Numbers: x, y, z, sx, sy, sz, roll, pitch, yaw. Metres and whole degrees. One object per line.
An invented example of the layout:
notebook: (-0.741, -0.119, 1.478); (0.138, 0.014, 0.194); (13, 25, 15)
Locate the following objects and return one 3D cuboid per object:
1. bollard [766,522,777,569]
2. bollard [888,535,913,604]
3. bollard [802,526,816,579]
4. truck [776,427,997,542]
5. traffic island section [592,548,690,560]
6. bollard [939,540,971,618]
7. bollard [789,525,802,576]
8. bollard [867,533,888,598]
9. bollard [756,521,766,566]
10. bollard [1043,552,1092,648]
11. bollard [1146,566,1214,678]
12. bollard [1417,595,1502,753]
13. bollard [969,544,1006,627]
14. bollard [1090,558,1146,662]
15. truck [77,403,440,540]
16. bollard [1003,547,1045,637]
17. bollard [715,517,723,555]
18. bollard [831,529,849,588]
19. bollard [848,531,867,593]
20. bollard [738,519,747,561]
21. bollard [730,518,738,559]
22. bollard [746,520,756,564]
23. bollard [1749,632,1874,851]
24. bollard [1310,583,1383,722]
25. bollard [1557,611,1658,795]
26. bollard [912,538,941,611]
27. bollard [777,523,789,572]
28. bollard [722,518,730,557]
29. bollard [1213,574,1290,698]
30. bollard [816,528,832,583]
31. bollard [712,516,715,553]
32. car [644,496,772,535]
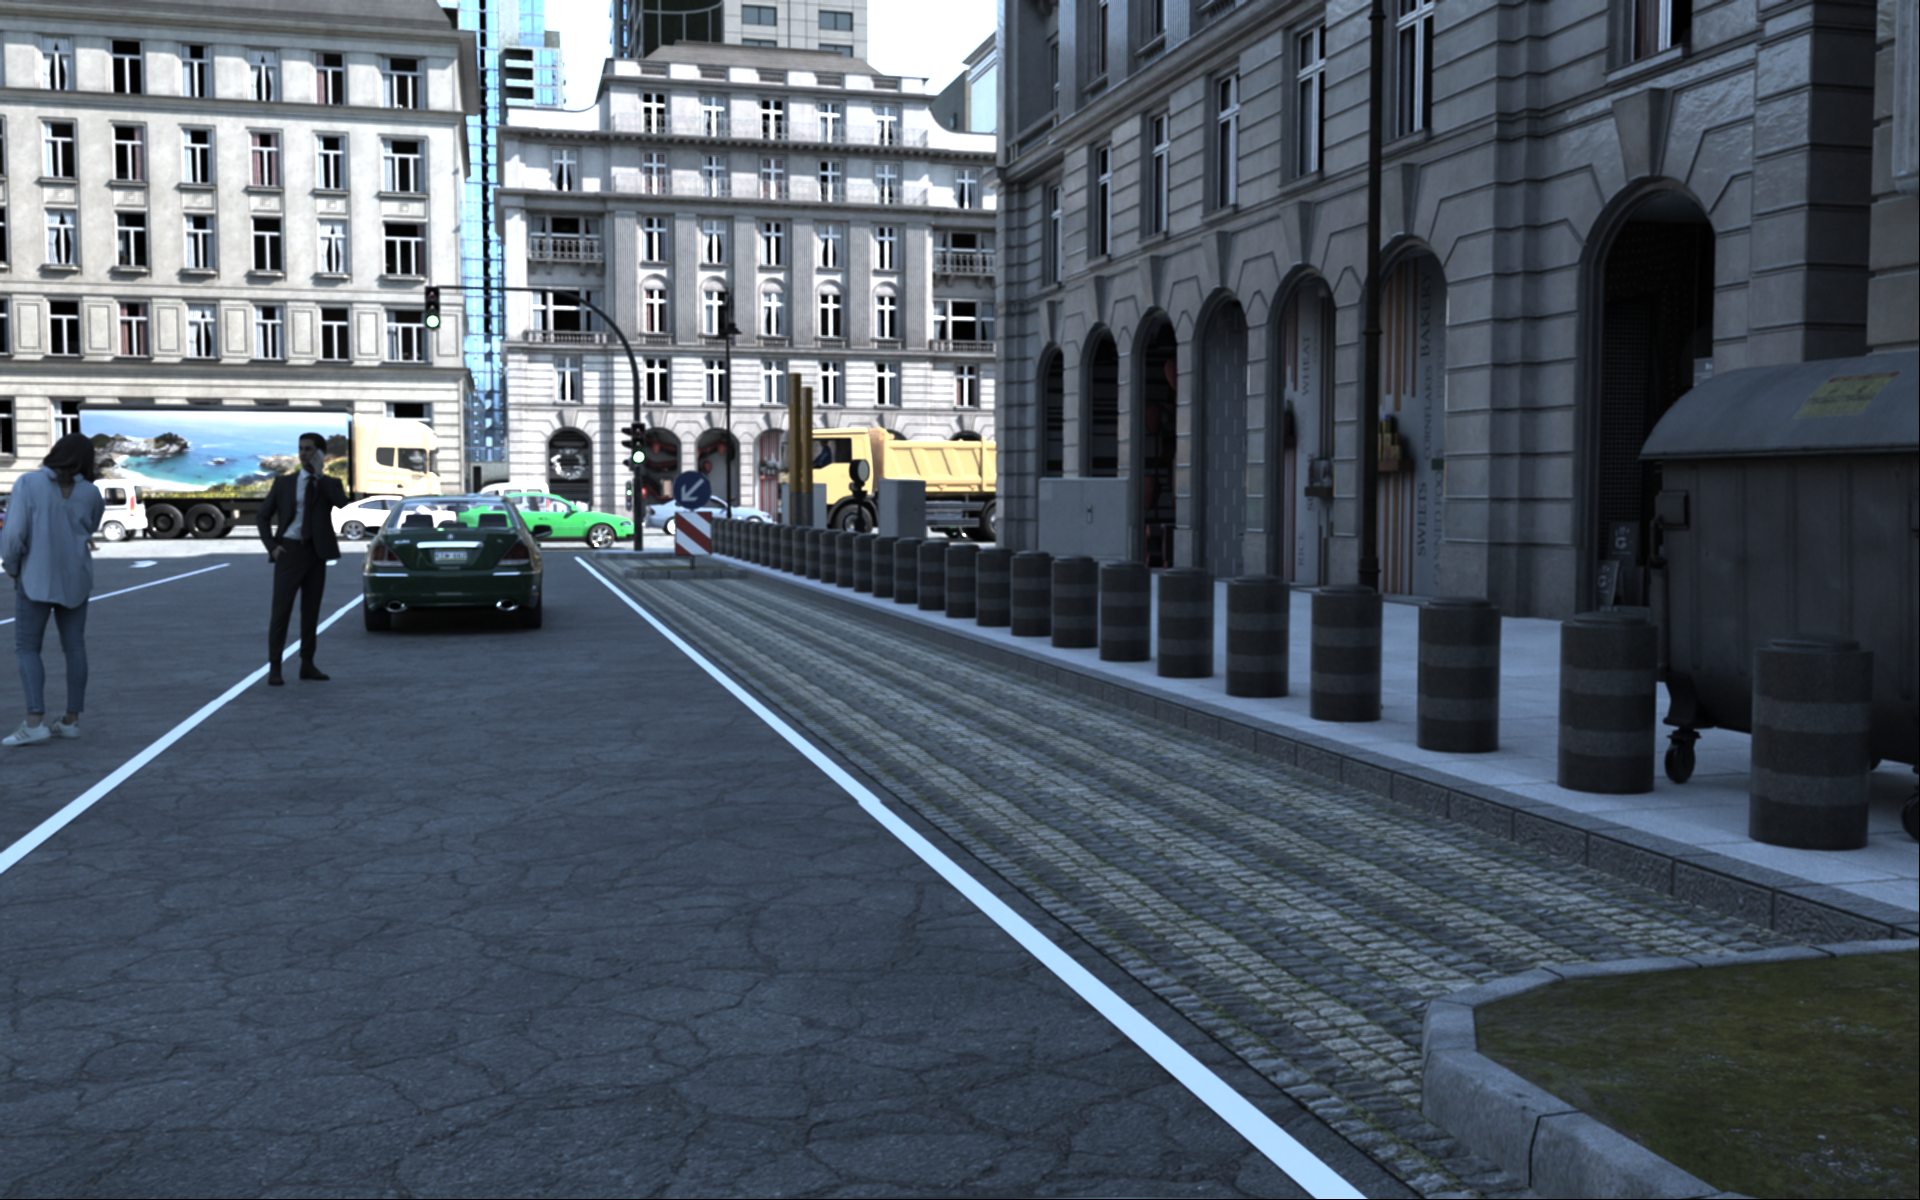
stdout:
bollard: (-3.064, -0.919, 29.741); (0.404, 0.777, 0.398); (0, 3, 0)
bollard: (-0.580, -0.348, 20.405); (0.404, 0.777, 0.398); (0, 3, 0)
bollard: (-2.130, -0.705, 26.238); (0.404, 0.777, 0.398); (0, 3, 0)
truck: (-1.362, -3.416, 51.769); (9.791, 3.379, 3.469); (-1, 4, -16)
traffic island section: (-7.235, -1.025, 39.040); (2.009, 0.180, 2.903); (-1, 4, -15)
bollard: (0.047, -0.204, 18.052); (0.404, 0.777, 0.398); (0, 3, 0)
bollard: (-2.443, -0.777, 27.413); (0.404, 0.777, 0.398); (0, 3, 0)
bollard: (-0.891, -0.419, 21.567); (0.404, 0.777, 0.398); (0, 3, 0)
bollard: (-3.368, -0.990, 30.904); (0.404, 0.777, 0.398); (0, 3, 0)
bollard: (0.969, 0.010, 14.561); (0.404, 0.777, 0.398); (0, 3, 0)
bollard: (1.592, 0.153, 12.222); (0.404, 0.777, 0.398); (0, 3, 0)
bollard: (2.517, 0.366, 8.737); (0.404, 0.777, 0.398); (0, 3, 0)
bollard: (0.357, -0.133, 16.891); (0.404, 0.777, 0.398); (0, 3, 0)
bollard: (1.279, 0.081, 13.400); (0.404, 0.777, 0.398); (0, 3, 0)
truck: (-21.992, -4.097, 55.901); (11.283, 4.237, 2.839); (-1, 4, -15)
bollard: (0.660, -0.061, 15.722); (0.404, 0.777, 0.398); (0, 3, 0)
bollard: (-4.915, -1.346, 36.720); (0.404, 0.777, 0.398); (0, 3, 0)
bollard: (-1.508, -0.562, 23.906); (0.404, 0.777, 0.398); (0, 3, 0)
bollard: (-1.198, -0.490, 22.732); (0.404, 0.777, 0.398); (0, 3, 0)
bollard: (-3.989, -1.132, 33.232); (0.404, 0.777, 0.398); (0, 3, 0)
bollard: (-4.292, -1.204, 34.395); (0.404, 0.777, 0.398); (0, 3, 0)
bollard: (-3.679, -1.061, 32.066); (0.404, 0.777, 0.398); (0, 3, 0)
bollard: (3.141, 0.509, 6.398); (0.404, 0.777, 0.398); (0, 3, 0)
bollard: (2.207, 0.295, 9.898); (0.404, 0.777, 0.398); (0, 3, 0)
bollard: (2.828, 0.437, 7.565); (0.404, 0.777, 0.398); (0, 3, 0)
bollard: (-0.269, -0.276, 19.230); (0.404, 0.777, 0.398); (0, 3, 0)
bollard: (-2.751, -0.848, 28.581); (0.404, 0.777, 0.398); (0, 3, 0)
bollard: (-4.605, -1.275, 35.557); (0.404, 0.777, 0.398); (0, 3, 0)
bollard: (1.901, 0.224, 11.060); (0.404, 0.777, 0.398); (0, 3, 0)
bollard: (-1.820, -0.633, 25.067); (0.404, 0.777, 0.398); (0, 3, 0)
bollard: (-5.223, -1.417, 37.887); (0.404, 0.777, 0.398); (0, 3, 0)
car: (-8.881, -3.007, 61.165); (4.499, 1.417, 2.014); (-1, 4, -15)
